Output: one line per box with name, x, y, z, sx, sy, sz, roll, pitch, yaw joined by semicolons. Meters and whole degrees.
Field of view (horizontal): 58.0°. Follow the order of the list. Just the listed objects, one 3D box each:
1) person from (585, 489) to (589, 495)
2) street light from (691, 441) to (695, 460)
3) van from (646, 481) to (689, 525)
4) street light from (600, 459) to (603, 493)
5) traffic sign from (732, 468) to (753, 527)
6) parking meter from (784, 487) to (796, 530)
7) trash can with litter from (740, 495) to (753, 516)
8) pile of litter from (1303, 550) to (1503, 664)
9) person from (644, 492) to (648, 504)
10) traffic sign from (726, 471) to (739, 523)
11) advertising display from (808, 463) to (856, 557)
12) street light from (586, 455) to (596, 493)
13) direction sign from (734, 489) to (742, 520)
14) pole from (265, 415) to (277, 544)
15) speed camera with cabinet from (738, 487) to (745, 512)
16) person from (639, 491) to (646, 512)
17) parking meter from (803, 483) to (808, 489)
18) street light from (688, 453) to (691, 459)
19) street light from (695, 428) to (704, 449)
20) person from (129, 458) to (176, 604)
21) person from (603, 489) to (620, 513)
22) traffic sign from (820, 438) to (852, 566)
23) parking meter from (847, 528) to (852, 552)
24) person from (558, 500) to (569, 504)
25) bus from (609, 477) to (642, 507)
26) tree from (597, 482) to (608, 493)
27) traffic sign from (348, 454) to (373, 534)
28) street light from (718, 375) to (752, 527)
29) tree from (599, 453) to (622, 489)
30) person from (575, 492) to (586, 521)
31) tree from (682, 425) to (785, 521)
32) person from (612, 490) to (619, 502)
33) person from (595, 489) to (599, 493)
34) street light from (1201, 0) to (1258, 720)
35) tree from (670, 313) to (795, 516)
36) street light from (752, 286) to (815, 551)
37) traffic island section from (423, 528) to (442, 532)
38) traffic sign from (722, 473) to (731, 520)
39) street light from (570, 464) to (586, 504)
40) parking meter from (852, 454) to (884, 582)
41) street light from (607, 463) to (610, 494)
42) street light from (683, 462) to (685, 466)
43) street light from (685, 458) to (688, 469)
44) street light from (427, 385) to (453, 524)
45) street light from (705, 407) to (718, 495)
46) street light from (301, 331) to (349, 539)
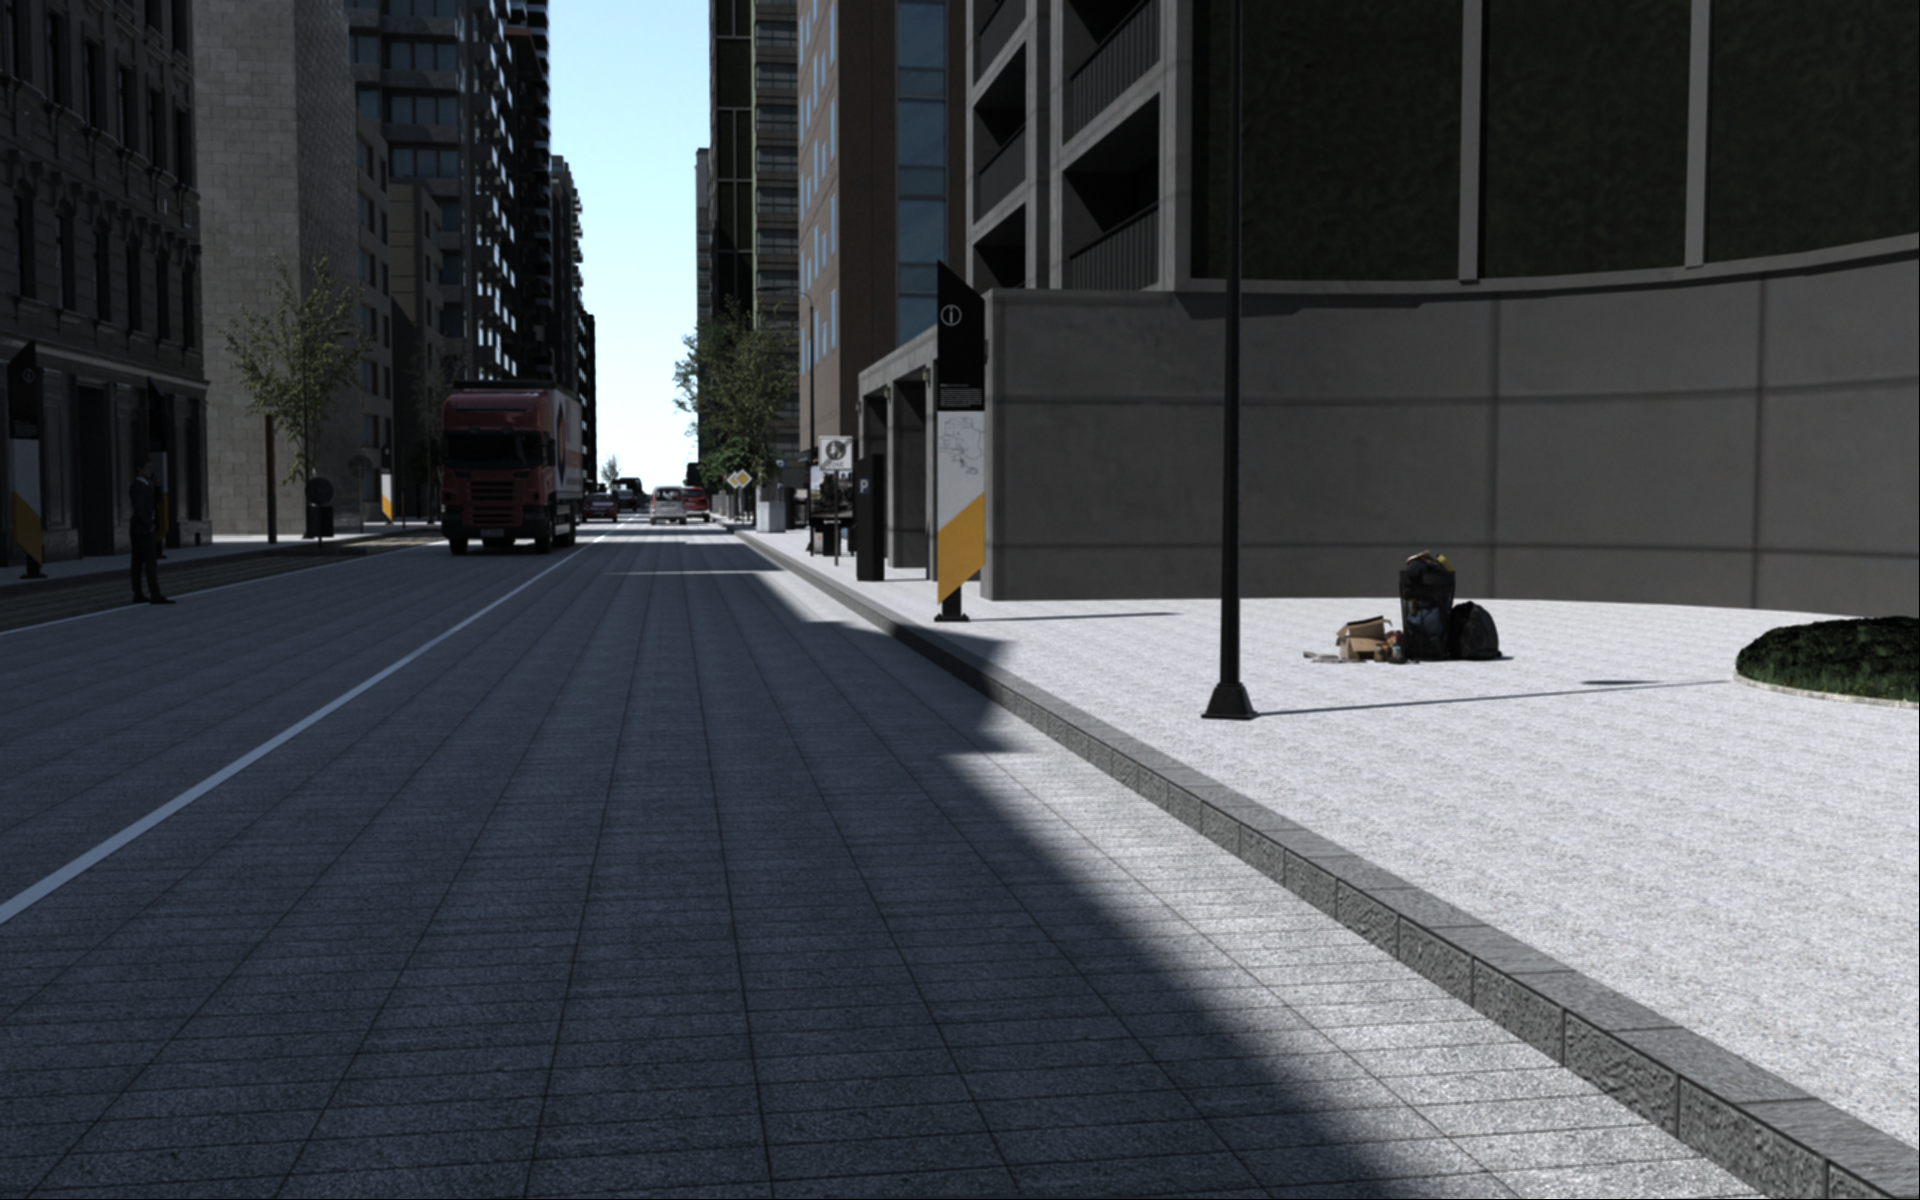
person;-25.193;-6.645;117.330;0.511;1.800;0.466;1;4;18
street light;-22.312;-10.841;149.795;1.470;5.913;1.316;-1;4;-9
van;-13.749;-4.553;81.453;2.013;2.044;4.112;-1;4;-11
street light;-48.453;-15.849;231.673;1.470;5.913;1.316;-1;4;-9
traffic sign;-8.508;-3.927;67.848;0.795;2.450;0.064;-1;4;-9
parking meter;-6.070;-3.262;61.750;0.372;1.533;0.369;0;3;0
trash can with litter;-12.761;-5.693;104.146;1.678;1.210;2.233;-3;4;-39
pile of litter;3.489;0.023;13.594;1.719;0.858;1.176;0;4;-3
person;-44.436;-14.385;244.244;0.990;1.755;0.434;1;4;16
traffic sign;-9.824;-4.409;75.725;0.795;2.450;0.064;-1;4;-9
advertising display;-2.637;-1.859;35.615;0.974;1.923;0.123;1;4;9
street light;-44.010;-14.284;206.076;1.470;5.913;1.316;-1;4;-9
direction sign;-10.945;-5.706;85.290;0.379;3.537;0.876;-2;4;-35
pole;-17.754;-3.106;44.629;0.158;3.312;0.155;0;3;0
speed camera with cabinet;-15.439;-7.766;121.308;0.660;3.252;2.038;0;4;-4
person;-24.781;-7.692;135.269;0.512;1.701;0.522;0;4;-6
parking meter;-7.834;-5.033;87.997;0.255;1.863;0.399;0;4;-8
street light;-25.144;-11.868;166.574;1.470;5.913;1.316;-1;4;-9
street light;-17.616;-9.094;121.229;1.470;5.913;1.316;-1;4;-9
person;-10.628;-0.908;22.709;0.474;1.900;0.648;-3;4;-38
person;-26.612;-7.533;131.883;1.509;1.804;0.699;-2;4;-25
traffic sign;-2.207;-1.758;30.866;0.606;2.300;0.079;0;4;-1
parking meter;-2.367;-2.010;38.570;0.255;1.863;0.399;-1;4;-10
person;-17.856;-4.218;77.633;0.590;1.801;0.661;3;5;42
bus;-35.945;-11.748;186.933;2.948;3.499;13.247;0;4;-8
tree;-56.122;-16.985;272.312;1.663;3.219;1.824;0;3;0
traffic sign;-19.247;-3.397;55.641;0.768;2.556;0.104;0;4;-8
street light;-8.602;-5.825;67.784;1.470;5.913;1.316;-1;4;-9
tree;-61.096;-21.577;303.143;4.737;8.622;4.395;0;3;0
person;-19.978;-5.083;91.392;0.659;1.850;0.755;-1;4;-19
tree;-10.116;-6.026;82.239;4.285;4.588;4.351;0;3;0
person;-27.633;-7.938;138.689;0.661;1.777;0.834;-1;4;-14
person;-21.753;-5.805;104.248;0.643;1.720;0.563;1;4;14
street light;1.018;-2.274;9.719;1.470;5.913;1.316;-1;4;-9
tree;-13.152;-10.676;100.313;9.928;11.665;9.643;0;3;0
street light;-3.853;-4.054;38.820;1.470;5.913;1.316;-1;4;-9
traffic island section;-19.279;-2.682;66.138;2.009;0.180;2.903;-1;4;-9
traffic sign;-11.424;-5.252;85.981;0.768;2.556;0.104;0;4;-5
street light;-39.407;-12.541;177.587;1.470;5.913;1.316;-1;4;-9
parking meter;-1.327;-1.211;25.503;0.399;1.863;0.255;3;5;44
street light;-53.189;-17.590;260.139;1.470;5.913;1.316;-1;4;-9
street light;-34.877;-15.404;224.398;1.470;5.913;1.316;-1;4;-9
street light;-29.900;-13.608;195.037;1.470;5.913;1.316;-1;4;-9
street light;-21.968;-6.177;73.541;1.470;5.913;1.316;-1;4;-9
street light;-12.737;-7.334;92.445;1.470;5.913;1.316;-1;4;-9
street light;-18.039;-4.691;49.245;1.470;5.913;1.316;-1;4;-9
